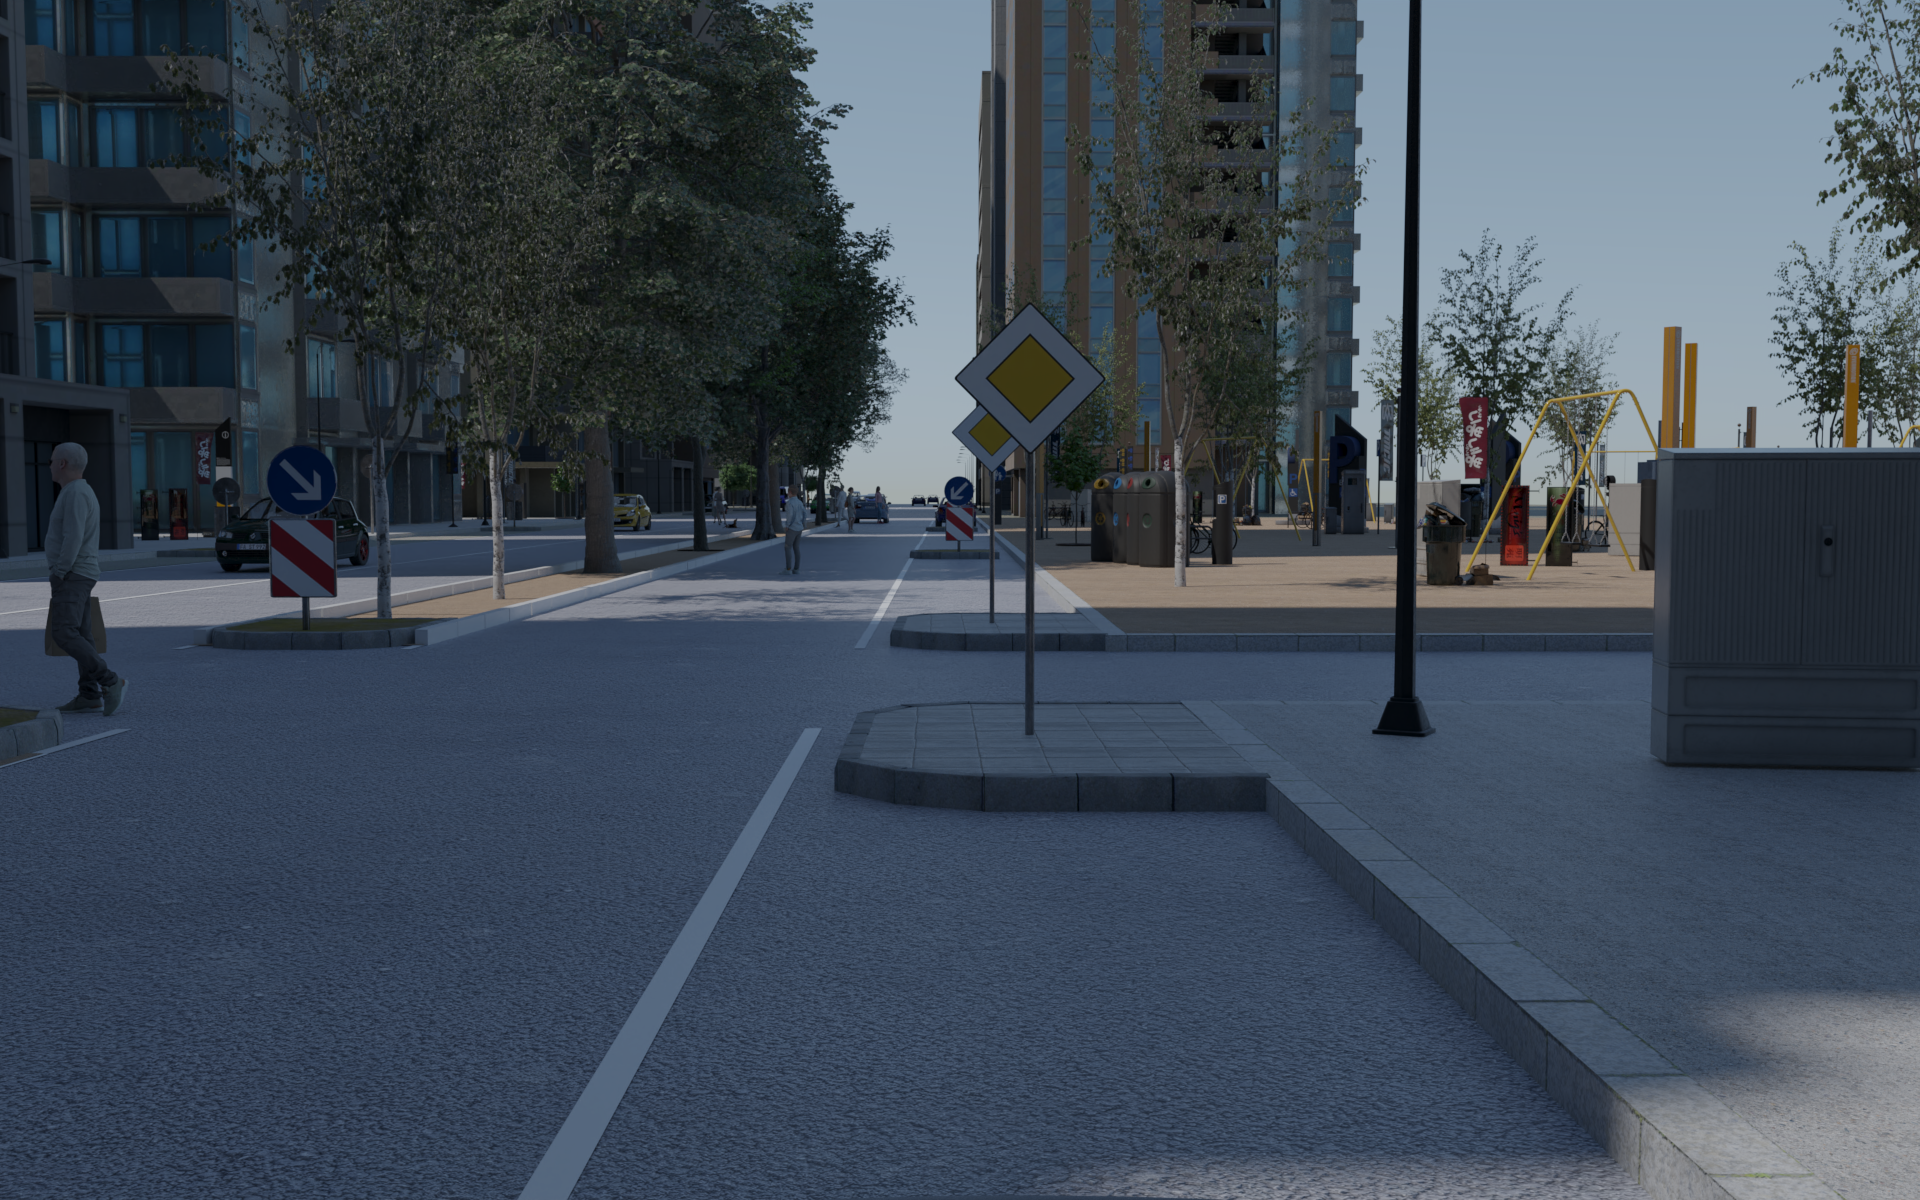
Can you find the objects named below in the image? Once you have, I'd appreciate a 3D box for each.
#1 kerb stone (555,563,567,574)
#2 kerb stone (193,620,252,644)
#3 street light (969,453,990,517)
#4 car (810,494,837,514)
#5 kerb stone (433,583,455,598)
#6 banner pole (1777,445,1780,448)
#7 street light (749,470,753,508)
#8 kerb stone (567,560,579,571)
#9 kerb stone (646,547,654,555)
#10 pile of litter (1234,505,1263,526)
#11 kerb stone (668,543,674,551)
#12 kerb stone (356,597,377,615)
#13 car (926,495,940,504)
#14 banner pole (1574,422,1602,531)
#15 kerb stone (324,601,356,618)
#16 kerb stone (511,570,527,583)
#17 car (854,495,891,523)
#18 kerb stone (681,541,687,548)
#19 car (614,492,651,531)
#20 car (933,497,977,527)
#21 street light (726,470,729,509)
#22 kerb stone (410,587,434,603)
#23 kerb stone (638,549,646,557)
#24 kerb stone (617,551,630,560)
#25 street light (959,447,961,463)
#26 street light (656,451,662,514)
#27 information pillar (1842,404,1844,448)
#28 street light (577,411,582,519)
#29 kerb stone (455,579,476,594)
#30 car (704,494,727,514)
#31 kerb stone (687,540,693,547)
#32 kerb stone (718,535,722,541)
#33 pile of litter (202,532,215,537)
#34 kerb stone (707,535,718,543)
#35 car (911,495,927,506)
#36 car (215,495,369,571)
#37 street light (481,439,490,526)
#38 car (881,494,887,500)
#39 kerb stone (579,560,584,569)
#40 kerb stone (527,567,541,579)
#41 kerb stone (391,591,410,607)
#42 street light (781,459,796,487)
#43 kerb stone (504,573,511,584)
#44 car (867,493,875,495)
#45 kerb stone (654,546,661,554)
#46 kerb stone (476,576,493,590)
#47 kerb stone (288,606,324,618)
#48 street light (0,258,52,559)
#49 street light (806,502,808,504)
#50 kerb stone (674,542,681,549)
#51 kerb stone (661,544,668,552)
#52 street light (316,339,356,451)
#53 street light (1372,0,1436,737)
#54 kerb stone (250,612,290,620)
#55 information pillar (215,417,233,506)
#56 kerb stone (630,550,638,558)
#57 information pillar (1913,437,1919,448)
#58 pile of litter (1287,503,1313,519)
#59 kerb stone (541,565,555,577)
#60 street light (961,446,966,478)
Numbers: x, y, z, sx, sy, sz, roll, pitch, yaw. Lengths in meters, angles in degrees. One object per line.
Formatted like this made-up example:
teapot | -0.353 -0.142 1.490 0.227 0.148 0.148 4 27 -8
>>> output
kerb stone | -7.301 -0.548 31.243 0.120 0.150 1.000 0 4 0
kerb stone | -7.200 0.324 16.899 0.120 0.150 1.000 0 4 0
street light | 1.299 -7.651 97.637 1.470 5.913 1.316 0 4 0
car | -10.038 -7.250 127.337 1.959 1.807 4.718 0 4 -1
kerb stone | -7.252 -0.114 24.053 0.120 0.150 1.000 0 4 0
banner pole | 41.771 -6.057 89.046 0.863 3.779 0.401 2 4 29
street light | -19.352 -11.771 164.990 1.470 5.913 1.316 0 4 0
kerb stone | -7.313 -0.616 32.264 0.120 0.150 1.000 0 4 0
kerb stone | -7.364 -1.109 40.465 0.120 0.150 1.000 0 4 0
pile of litter | 11.508 -3.448 70.334 1.719 0.858 1.176 0 4 -5
kerb stone | -7.386 -1.306 43.543 0.120 0.150 1.000 0 4 0
kerb stone | -7.234 0.077 20.988 0.120 0.150 1.000 0 4 0
car | -3.860 -14.431 248.519 1.945 1.354 3.894 0 3 0
banner pole | 21.732 -4.301 60.336 0.401 3.779 0.863 -2 4 -35
kerb stone | -7.220 0.137 19.965 0.120 0.150 1.000 0 4 0
kerb stone | -7.276 -0.366 28.177 0.120 0.150 1.000 0 4 0
car | -4.422 -4.535 86.150 2.014 1.417 4.499 0 4 -1
kerb stone | -7.390 -1.430 45.596 0.120 0.150 1.000 0 4 0
car | -13.173 -3.512 67.640 2.015 1.641 3.980 0 4 -1
car | -0.201 -3.816 74.977 1.945 1.354 3.894 0 4 -2
street light | -19.294 -10.691 147.345 1.470 5.913 1.316 0 4 0
kerb stone | -7.244 -0.050 23.031 0.120 0.150 1.000 0 4 0
kerb stone | -7.354 -1.050 39.437 0.120 0.150 1.000 0 4 0
kerb stone | -7.338 -0.929 37.385 0.120 0.150 1.000 0 4 0
street light | 0.862 -10.882 150.465 1.470 5.913 1.316 0 4 0
street light | -19.001 -8.546 112.263 1.470 5.913 1.316 0 4 0
information pillar | 22.536 -3.219 43.988 0.183 3.616 0.504 0 4 0
street light | -18.814 -7.053 87.851 1.470 5.913 1.316 0 4 0
kerb stone | -7.253 -0.177 25.088 0.120 0.150 1.000 0 4 0
car | -17.473 -6.868 122.084 2.009 1.686 4.222 0 3 0
kerb stone | -7.401 -1.494 46.618 0.120 0.150 1.000 0 4 0
kerb stone | -7.441 -1.870 52.769 0.120 0.150 1.000 0 4 0
pile of litter | -21.840 -2.283 51.295 1.176 0.858 1.719 -2 4 -26
kerb stone | -7.438 -1.807 51.736 0.120 0.150 1.000 0 4 0
car | -4.978 -12.043 209.482 1.945 1.354 3.894 0 4 -1
car | -12.792 -1.440 33.332 2.009 1.686 4.222 0 4 0
street light | -18.820 -5.989 70.455 1.470 5.913 1.316 0 4 0
car | -10.822 -13.703 233.084 2.155 1.783 4.494 0 4 -1
kerb stone | -7.316 -0.678 33.286 0.120 0.150 1.000 0 4 0
kerb stone | -7.283 -0.426 29.199 0.120 0.150 1.000 0 4 0
kerb stone | -7.240 0.014 22.009 0.120 0.150 1.000 0 4 0
street light | -19.618 -13.650 195.719 1.470 5.913 1.316 0 4 0
kerb stone | -7.268 -0.303 27.148 0.120 0.150 1.000 0 4 0
car | -9.687 -11.178 192.348 1.945 1.707 3.694 0 4 2
kerb stone | -7.368 -1.179 41.492 0.120 0.150 1.000 0 4 0
kerb stone | -7.261 -0.238 26.120 0.120 0.150 1.000 0 4 0
kerb stone | -7.228 0.199 18.943 0.120 0.150 1.000 0 4 0
street light | -18.587 -3.775 34.268 1.470 5.913 1.316 0 4 0
street light | -19.700 -14.725 213.292 1.470 5.913 1.316 0 4 0
kerb stone | -7.394 -1.368 44.569 0.120 0.150 1.000 0 4 0
kerb stone | -7.371 -1.243 42.521 0.120 0.150 1.000 0 4 0
street light | -18.665 -4.854 51.908 1.470 5.913 1.316 0 4 0
street light | 1.846 -2.238 9.135 1.470 5.913 1.316 0 4 0
kerb stone | -7.210 0.264 17.921 0.120 0.150 1.000 0 4 0
information pillar | -22.238 -3.733 52.386 0.504 3.616 0.183 0 4 4
kerb stone | -7.353 -0.990 38.414 0.120 0.150 1.000 0 4 0
information pillar | 35.830 -4.487 64.716 0.504 3.616 0.183 0 4 -5
pile of litter | 17.849 -4.632 89.706 1.719 0.858 1.176 3 4 36
kerb stone | -7.284 -0.491 30.221 0.120 0.150 1.000 0 4 0
street light | 1.023 -9.818 133.070 1.470 5.913 1.316 0 4 0
